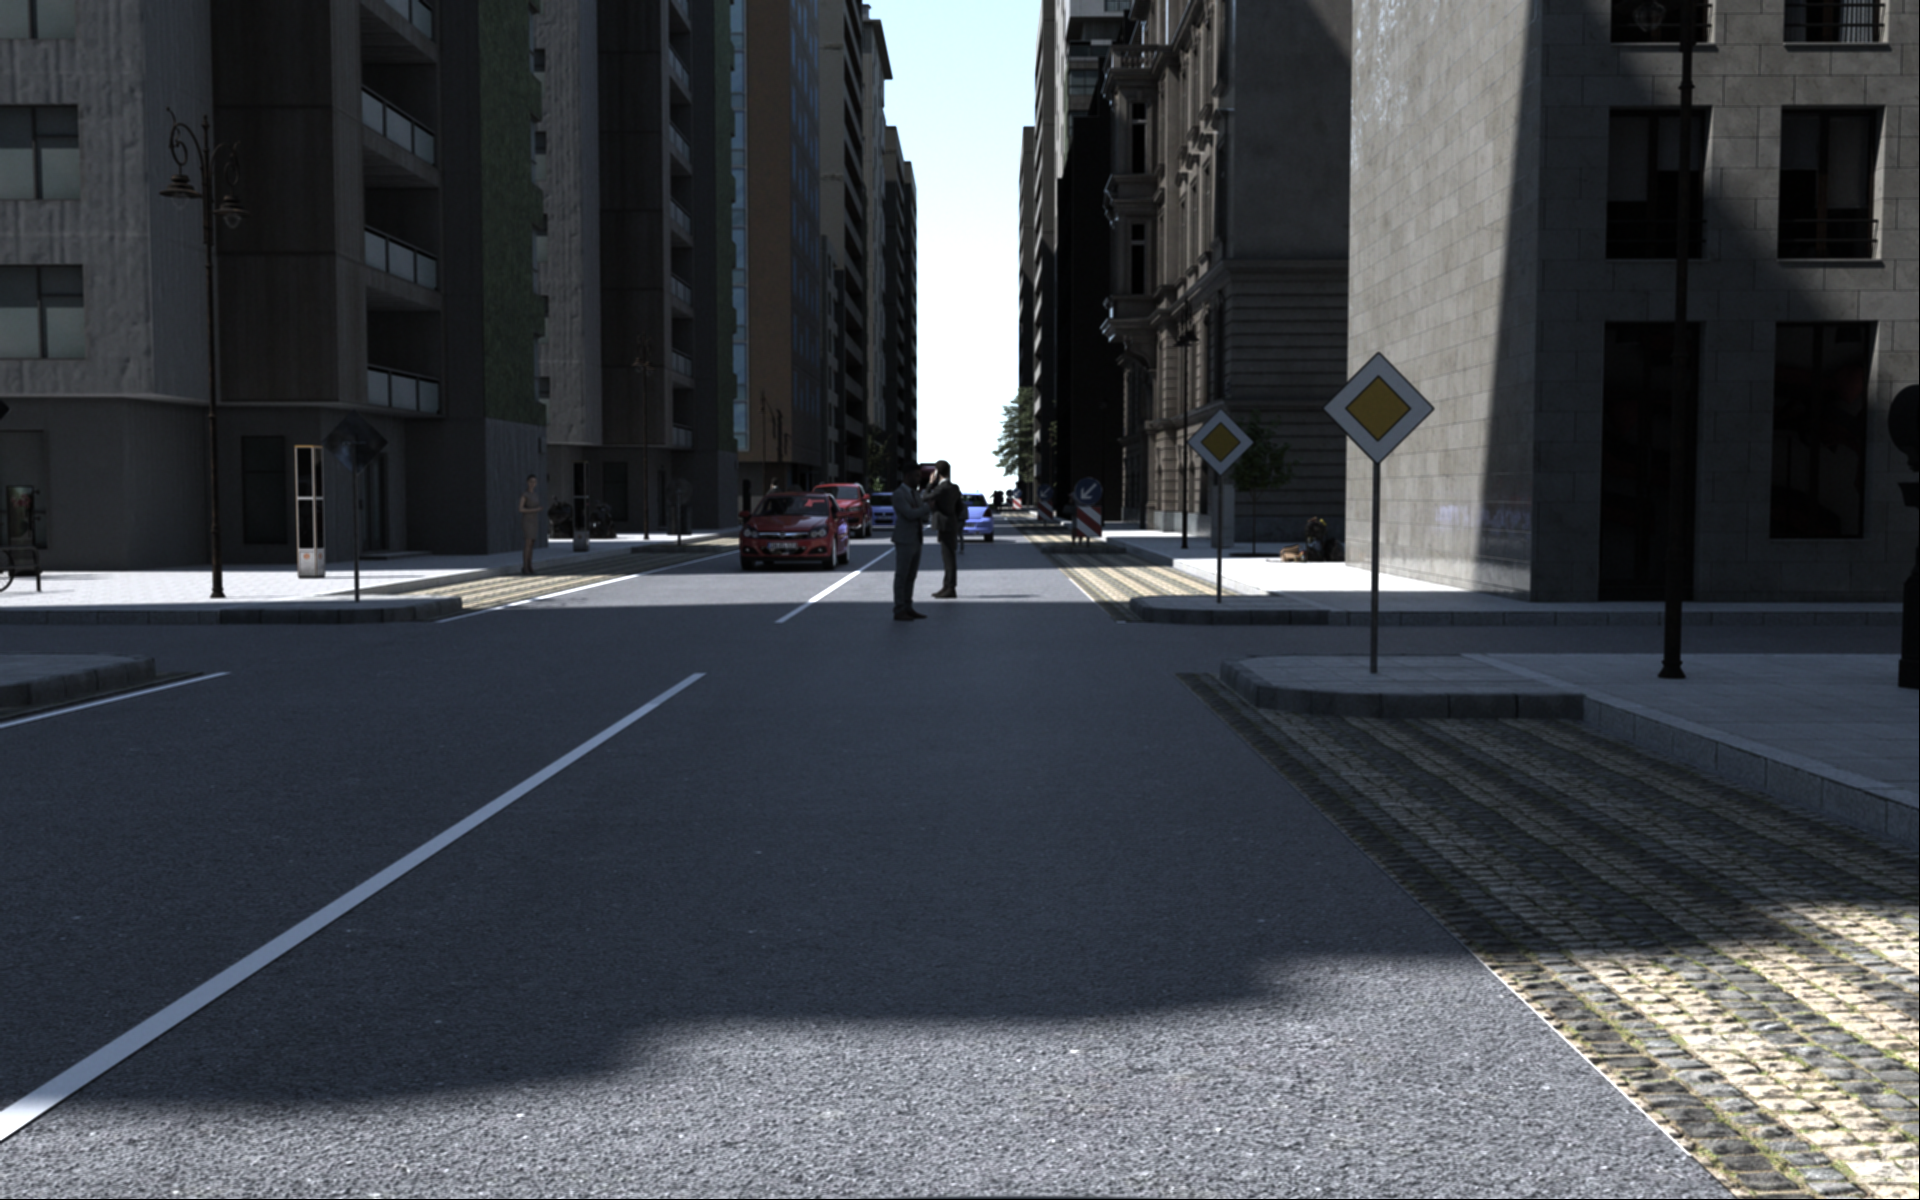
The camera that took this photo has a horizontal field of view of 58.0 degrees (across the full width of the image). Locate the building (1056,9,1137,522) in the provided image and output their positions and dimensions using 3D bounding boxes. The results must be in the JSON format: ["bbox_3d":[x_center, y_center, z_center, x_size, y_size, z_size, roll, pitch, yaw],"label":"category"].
[{"bbox_3d":[11.415,-15.774,87.575,12.332,23.373,15.834,0,4,1],"label":"building"}]

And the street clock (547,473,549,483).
[{"bbox_3d":[-12.660,-2.922,52.344,0.471,2.002,0.358,0,4,-1],"label":"street clock"}]

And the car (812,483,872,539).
[{"bbox_3d":[-4.036,-2.966,57.169,2.281,1.827,5.304,0,4,1],"label":"car"}]

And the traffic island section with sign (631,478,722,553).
[{"bbox_3d":[-6.938,-2.080,42.639,1.989,1.847,2.006,0,4,1],"label":"traffic island section with sign"}]

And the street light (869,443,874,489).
[{"bbox_3d":[-7.718,-10.983,152.357,0.468,5.910,1.993,0,4,1],"label":"street light"}]

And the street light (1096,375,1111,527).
[{"bbox_3d":[5.596,-5.807,67.725,0.468,5.910,1.993,0,4,1],"label":"street light"}]

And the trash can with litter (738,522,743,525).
[{"bbox_3d":[-9.410,-3.701,71.562,1.678,1.210,2.233,-1,4,-16],"label":"trash can with litter"}]

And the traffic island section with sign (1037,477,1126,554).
[{"bbox_3d":[2.971,-2.049,42.132,1.989,1.847,2.006,0,4,1],"label":"traffic island section with sign"}]

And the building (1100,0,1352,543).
[{"bbox_3d":[12.394,-14.848,61.849,14.460,24.649,34.723,0,4,1],"label":"building"}]

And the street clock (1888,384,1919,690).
[{"bbox_3d":[6.353,-0.417,11.393,0.471,2.002,0.358,-1,4,-18],"label":"street clock"}]

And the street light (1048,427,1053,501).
[{"bbox_3d":[6.126,-8.814,116.900,0.468,5.910,1.993,0,4,1],"label":"street light"}]

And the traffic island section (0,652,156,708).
[{"bbox_3d":[-7.253,0.595,12.549,2.009,0.180,2.903,0,4,1],"label":"traffic island section"}]

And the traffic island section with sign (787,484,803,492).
[{"bbox_3d":[-6.654,-3.757,70.050,1.989,1.847,2.006,0,4,1],"label":"traffic island section with sign"}]

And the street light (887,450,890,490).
[{"bbox_3d":[-7.422,-12.695,180.356,0.468,5.910,1.993,0,4,1],"label":"street light"}]

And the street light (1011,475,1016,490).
[{"bbox_3d":[7.572,-17.247,254.768,0.468,5.910,1.993,0,4,1],"label":"street light"}]

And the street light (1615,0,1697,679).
[{"bbox_3d":[4.979,-2.394,11.936,0.468,5.910,1.993,0,4,1],"label":"street light"}]

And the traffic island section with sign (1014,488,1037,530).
[{"bbox_3d":[3.278,-3.722,69.486,1.989,1.847,2.006,0,4,1],"label":"traffic island section with sign"}]

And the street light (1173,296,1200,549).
[{"bbox_3d":[5.291,-4.149,40.618,0.468,5.910,1.993,0,4,1],"label":"street light"}]

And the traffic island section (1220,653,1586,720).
[{"bbox_3d":[2.988,0.602,12.435,2.009,0.180,2.903,0,4,1],"label":"traffic island section"}]

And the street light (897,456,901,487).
[{"bbox_3d":[-7.273,-14.380,207.896,0.468,5.910,1.993,0,4,1],"label":"street light"}]

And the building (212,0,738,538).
[{"bbox_3d":[-15.809,-23.025,60.060,14.154,41.232,14.086,0,4,1],"label":"building"}]

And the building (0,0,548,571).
[{"bbox_3d":[-16.972,-21.404,33.543,14.154,41.232,14.086,0,4,1],"label":"building"}]

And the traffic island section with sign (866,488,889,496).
[{"bbox_3d":[-6.117,-6.778,119.444,1.989,1.847,2.006,0,4,1],"label":"traffic island section with sign"}]

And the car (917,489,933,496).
[{"bbox_3d":[-2.931,-8.302,144.403,2.281,1.827,5.304,0,4,1],"label":"car"}]

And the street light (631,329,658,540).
[{"bbox_3d":[-8.833,-4.638,48.612,0.468,5.910,1.993,0,4,1],"label":"street light"}]

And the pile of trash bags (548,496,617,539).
[{"bbox_3d":[-11.611,-2.475,50.222,3.447,1.369,1.912,0,4,7],"label":"pile of trash bags"}]

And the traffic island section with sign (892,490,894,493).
[{"bbox_3d":[-5.816,-8.471,147.133,1.989,1.847,2.006,0,4,1],"label":"traffic island section with sign"}]

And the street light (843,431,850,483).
[{"bbox_3d":[-8.091,-9.268,124.323,0.468,5.910,1.993,0,4,1],"label":"street light"}]

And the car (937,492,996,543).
[{"bbox_3d":[0.141,-2.626,52.523,1.945,1.707,3.694,0,4,-1],"label":"car"}]

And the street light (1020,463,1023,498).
[{"bbox_3d":[7.057,-13.889,199.873,0.468,5.910,1.993,0,4,1],"label":"street light"}]

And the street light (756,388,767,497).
[{"bbox_3d":[-8.577,-6.302,75.825,0.468,5.910,1.993,0,4,1],"label":"street light"}]

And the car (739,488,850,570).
[{"bbox_3d":[-3.215,-1.535,34.135,2.155,1.783,4.494,0,4,2],"label":"car"}]

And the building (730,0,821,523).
[{"bbox_3d":[-14.209,-26.417,82.021,14.600,45.320,14.200,0,4,1],"label":"building"}]

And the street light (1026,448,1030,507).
[{"bbox_3d":[6.743,-12.149,171.428,0.468,5.910,1.993,0,4,1],"label":"street light"}]

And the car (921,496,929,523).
[{"bbox_3d":[-2.537,-4.583,87.286,2.083,1.381,4.827,0,4,1],"label":"car"}]

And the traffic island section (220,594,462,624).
[{"bbox_3d":[-7.168,0.107,20.533,2.009,0.180,2.903,0,4,1],"label":"traffic island section"}]

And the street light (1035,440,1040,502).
[{"bbox_3d":[6.497,-10.486,144.227,0.468,5.910,1.993,0,4,1],"label":"street light"}]

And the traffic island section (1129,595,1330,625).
[{"bbox_3d":[3.073,0.114,20.419,2.009,0.180,2.903,0,4,1],"label":"traffic island section"}]

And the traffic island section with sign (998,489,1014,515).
[{"bbox_3d":[3.814,-6.797,119.759,1.989,1.847,2.006,0,4,1],"label":"traffic island section with sign"}]

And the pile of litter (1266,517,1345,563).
[{"bbox_3d":[6.605,-1.160,32.936,1.719,0.858,1.176,0,4,-4],"label":"pile of litter"}]

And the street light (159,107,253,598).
[{"bbox_3d":[-9.185,-2.964,21.257,0.468,5.910,1.993,0,4,1],"label":"street light"}]

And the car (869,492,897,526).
[{"bbox_3d":[-2.967,-3.654,69.337,1.945,1.707,3.694,0,3,0],"label":"car"}]
